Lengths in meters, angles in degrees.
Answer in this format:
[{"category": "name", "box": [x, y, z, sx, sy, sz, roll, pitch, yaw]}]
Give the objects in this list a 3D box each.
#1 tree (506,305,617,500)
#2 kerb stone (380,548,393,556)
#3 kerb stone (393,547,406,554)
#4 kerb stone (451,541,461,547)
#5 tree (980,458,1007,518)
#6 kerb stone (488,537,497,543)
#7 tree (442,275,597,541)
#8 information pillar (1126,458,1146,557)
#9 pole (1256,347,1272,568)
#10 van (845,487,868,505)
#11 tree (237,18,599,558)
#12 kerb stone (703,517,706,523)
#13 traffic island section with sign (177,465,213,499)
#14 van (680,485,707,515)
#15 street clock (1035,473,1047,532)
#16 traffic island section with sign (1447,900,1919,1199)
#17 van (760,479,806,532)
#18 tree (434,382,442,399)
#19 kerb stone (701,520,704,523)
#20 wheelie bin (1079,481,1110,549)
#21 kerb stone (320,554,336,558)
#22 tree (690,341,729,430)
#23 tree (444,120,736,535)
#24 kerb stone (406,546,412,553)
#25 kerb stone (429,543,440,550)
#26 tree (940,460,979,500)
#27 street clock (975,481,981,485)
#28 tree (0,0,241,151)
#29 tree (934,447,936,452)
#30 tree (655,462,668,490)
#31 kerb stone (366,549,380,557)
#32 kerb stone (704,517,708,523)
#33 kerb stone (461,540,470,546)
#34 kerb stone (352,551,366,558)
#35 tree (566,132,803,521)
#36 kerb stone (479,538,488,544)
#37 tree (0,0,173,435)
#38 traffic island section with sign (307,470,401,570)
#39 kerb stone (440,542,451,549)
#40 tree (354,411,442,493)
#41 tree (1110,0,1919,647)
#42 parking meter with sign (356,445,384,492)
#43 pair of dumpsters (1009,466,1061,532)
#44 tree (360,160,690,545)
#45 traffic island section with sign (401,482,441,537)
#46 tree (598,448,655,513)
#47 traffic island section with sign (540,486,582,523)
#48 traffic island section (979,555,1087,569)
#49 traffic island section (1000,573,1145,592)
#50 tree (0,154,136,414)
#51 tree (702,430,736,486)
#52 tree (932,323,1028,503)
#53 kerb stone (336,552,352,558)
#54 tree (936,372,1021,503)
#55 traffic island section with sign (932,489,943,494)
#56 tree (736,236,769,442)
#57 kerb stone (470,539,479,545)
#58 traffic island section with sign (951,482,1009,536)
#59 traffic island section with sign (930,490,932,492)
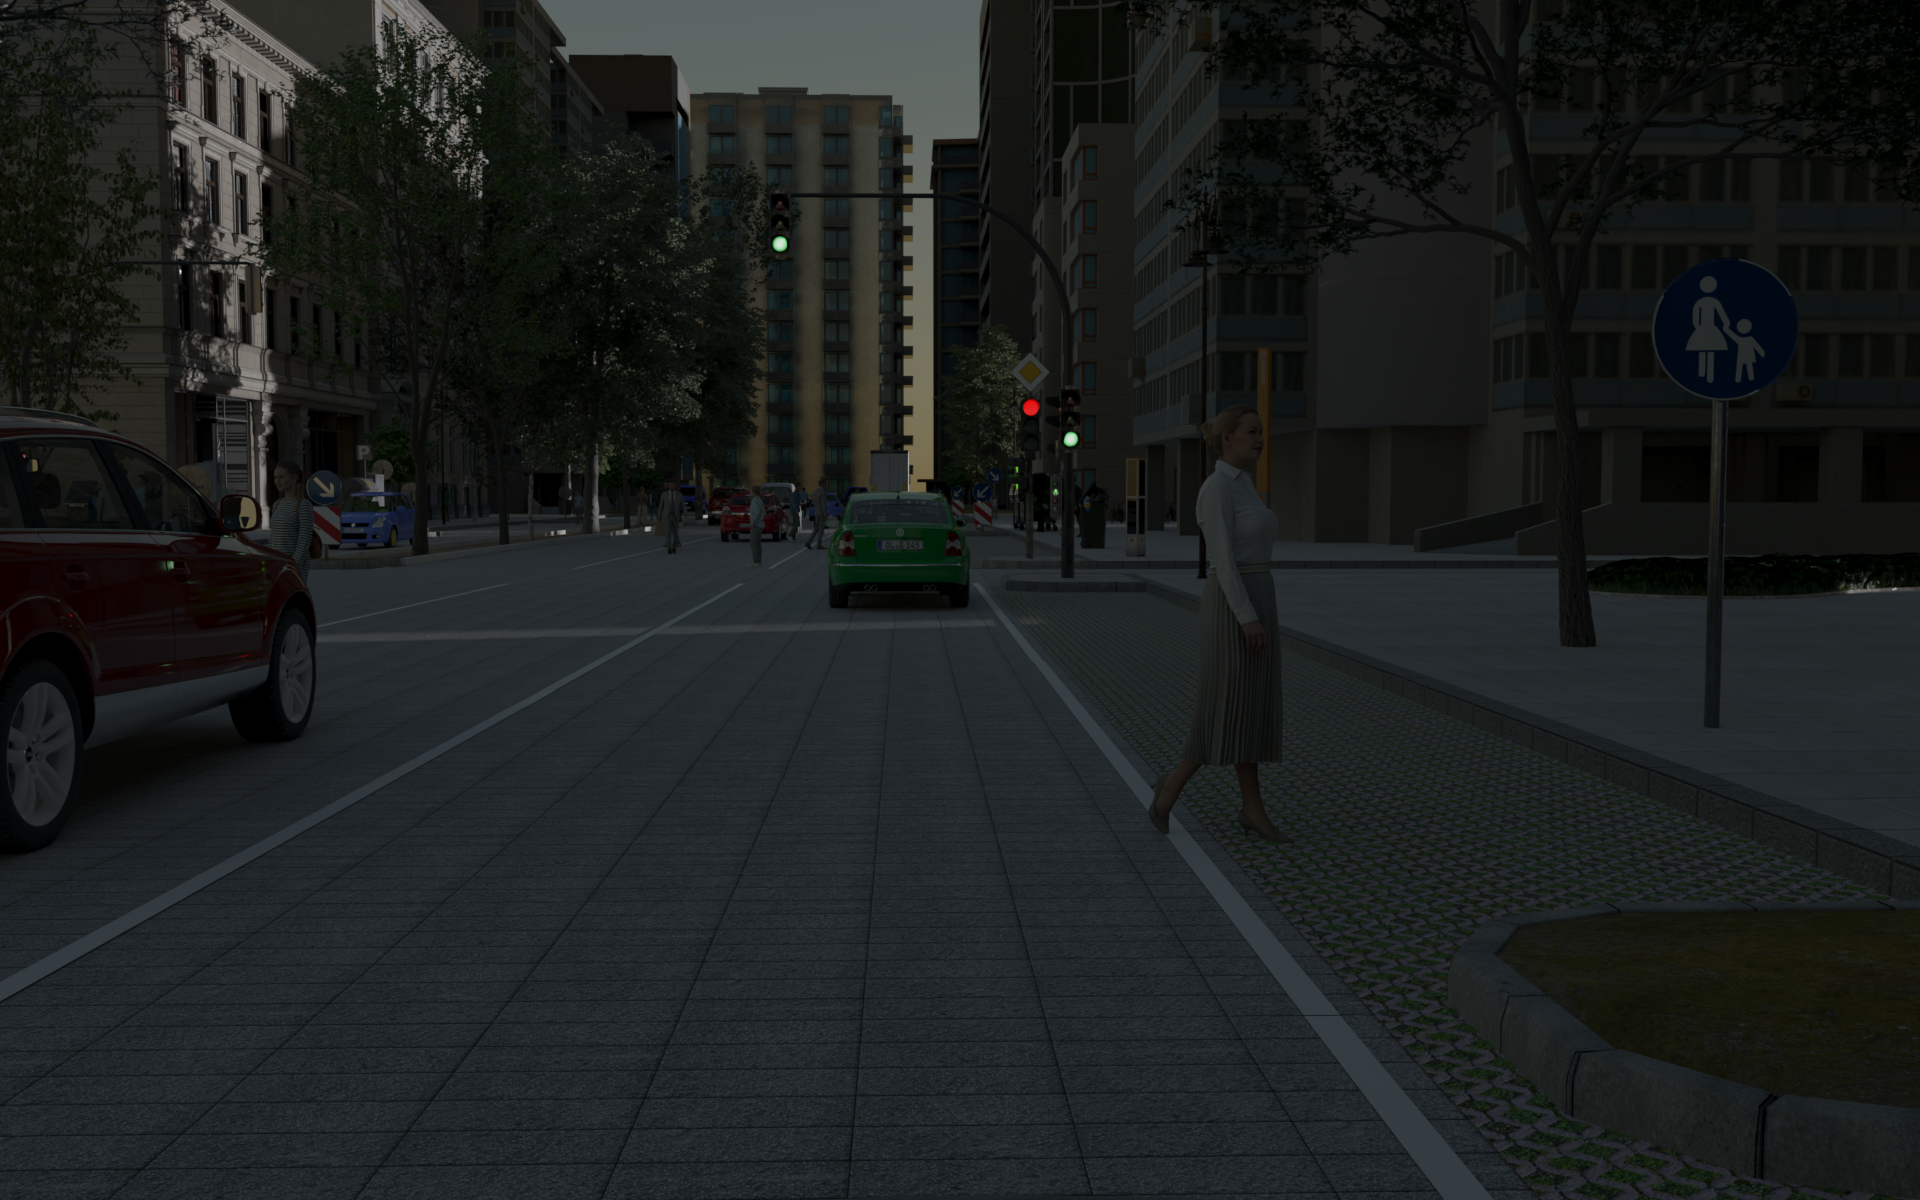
[{"category": "tree", "box": [-23.880, -11.357, 103.820, 7.486, 12.596, 7.792, 0, 3, 0]}, {"category": "kerb stone", "box": [-13.443, -1.103, 40.232, 0.120, 0.150, 1.000, 0, 4, -2]}, {"category": "kerb stone", "box": [-13.470, -1.161, 41.257, 0.120, 0.150, 1.000, 0, 4, -2]}, {"category": "kerb stone", "box": [-13.631, -1.479, 46.375, 0.120, 0.150, 1.000, 0, 4, -2]}, {"category": "tree", "box": [1.502, -5.972, 92.245, 1.663, 3.219, 1.824, 0, 3, 0]}, {"category": "kerb stone", "box": [-13.755, -1.728, 50.481, 0.120, 0.150, 1.000, 0, 4, -2]}, {"category": "tree", "box": [-13.120, -6.119, 52.869, 4.360, 8.622, 3.978, 0, 3, 0]}, {"category": "information pillar", "box": [3.613, -1.901, 35.569, 0.304, 2.012, 0.304, 3, 5, 40]}, {"category": "pole", "box": [4.248, -1.859, 24.240, 0.158, 3.312, 0.155, 0, 3, 0]}, {"category": "van", "box": [-8.806, -8.856, 149.174, 2.240, 2.365, 5.245, 0, 4, -1]}, {"category": "tree", "box": [-11.842, -6.708, 37.893, 9.928, 11.665, 9.643, 0, 3, 0]}, {"category": "kerb stone", "box": [-12.764, -3.863, 85.360, 0.120, 0.150, 1.000, 0, 4, -2]}, {"category": "traffic island section with sign", "box": [-11.940, -1.114, 26.354, 2.006, 1.907, 1.989, 0, 4, -2]}, {"category": "van", "box": [-18.200, -6.868, 116.669, 2.240, 2.365, 5.245, 0, 4, -4]}, {"category": "street clock", "box": [2.724, -3.283, 58.254, 0.358, 2.002, 0.471, 2, 4, 29]}, {"category": "traffic island section with sign", "box": [2.369, 0.259, 4.395, 1.989, 1.847, 2.006, 0, 4, -2]}, {"category": "van", "box": [-6.919, -3.615, 66.120, 2.013, 2.044, 4.112, 0, 4, -3]}, {"category": "tree", "box": [-22.039, -7.889, 79.350, 4.360, 8.622, 3.978, 0, 3, 0]}, {"category": "kerb stone", "box": [-12.730, -3.798, 84.339, 0.120, 0.150, 1.000, 0, 4, -2]}, {"category": "wheelie bin", "box": [3.174, -2.021, 40.945, 0.693, 1.594, 0.980, 1, 4, 9]}, {"category": "kerb stone", "box": [-13.307, -0.853, 36.142, 0.120, 0.150, 1.000, 0, 4, -2]}, {"category": "tree", "box": [-13.488, -8.163, 70.330, 8.767, 10.594, 7.601, 0, 4, -2]}, {"category": "tree", "box": [-12.883, -9.227, 59.973, 9.857, 13.997, 8.962, 0, 3, 0]}, {"category": "kerb stone", "box": [-13.497, -1.221, 42.283, 0.120, 0.150, 1.000, 0, 4, -2]}, {"category": "kerb stone", "box": [-13.563, -1.354, 44.331, 0.120, 0.150, 1.000, 0, 4, -2]}, {"category": "tree", "box": [-0.008, -9.845, 144.674, 4.285, 4.588, 4.351, 0, 3, 0]}, {"category": "street clock", "box": [1.068, -5.738, 98.380, 0.471, 2.002, 0.358, 3, 5, 45]}, {"category": "tree", "box": [-11.161, -6.111, 12.737, 12.009, 13.543, 11.850, 0, 3, 0]}, {"category": "tree", "box": [-0.698, -13.849, 176.797, 4.360, 8.622, 3.978, 0, 3, 0]}, {"category": "tree", "box": [-23.388, -8.894, 129.131, 4.285, 4.588, 4.351, 0, 3, 0]}, {"category": "kerb stone", "box": [-13.406, -1.041, 39.211, 0.120, 0.150, 1.000, 0, 4, -2]}, {"category": "kerb stone", "box": [-12.804, -3.926, 86.392, 0.120, 0.150, 1.000, 0, 4, -2]}, {"category": "kerb stone", "box": [-13.657, -1.541, 47.397, 0.120, 0.150, 1.000, 0, 4, -2]}, {"category": "kerb stone", "box": [-13.371, -0.978, 38.185, 0.120, 0.150, 1.000, 0, 4, -2]}, {"category": "tree", "box": [-14.985, -14.255, 91.423, 12.611, 20.169, 13.585, 0, 3, 0]}, {"category": "kerb stone", "box": [-13.726, -1.667, 49.453, 0.120, 0.150, 1.000, 0, 4, -2]}, {"category": "tree", "box": [-11.914, -4.229, 21.959, 4.737, 8.622, 4.395, 0, 3, 0]}, {"category": "traffic island section with sign", "box": [-12.166, -1.567, 33.757, 2.006, 1.907, 1.989, 0, 4, -2]}, {"category": "kerb stone", "box": [-13.598, -1.416, 45.353, 0.120, 0.150, 1.000, 0, 4, -2]}, {"category": "tree", "box": [-22.239, -5.175, 68.329, 4.285, 4.588, 4.351, 0, 3, 0]}, {"category": "tree", "box": [5.140, -4.907, 14.646, 8.767, 10.594, 7.601, -1, 4, -17]}, {"category": "parking meter with sign", "box": [-20.953, -4.026, 62.089, 0.543, 3.016, 1.738, 0, 4, 7]}, {"category": "pair of dumpsters", "box": [2.654, -3.587, 61.135, 1.574, 2.255, 4.437, 0, 4, -2]}, {"category": "tree", "box": [-12.277, -6.721, 46.764, 8.767, 10.594, 7.601, 0, 4, -2]}, {"category": "traffic island section with sign", "box": [-18.687, -3.056, 58.587, 1.989, 1.847, 2.006, 0, 4, -2]}, {"category": "tree", "box": [-22.940, -8.111, 116.331, 4.285, 4.588, 4.351, 0, 3, 0]}, {"category": "traffic island section with sign", "box": [-19.539, -4.703, 85.529, 1.989, 1.847, 2.006, 0, 4, -2]}, {"category": "traffic island section", "box": [1.409, -0.749, 34.526, 2.009, 0.180, 2.903, 0, 4, -2]}, {"category": "traffic island section", "box": [1.663, -0.261, 26.545, 2.009, 0.180, 2.903, 0, 4, -2]}, {"category": "tree", "box": [-20.739, -5.399, 38.637, 4.360, 8.622, 3.978, 0, 3, 0]}, {"category": "tree", "box": [-25.118, -14.096, 180.825, 4.360, 8.622, 3.978, 0, 3, 0]}, {"category": "tree", "box": [2.049, -12.034, 114.880, 7.486, 12.596, 7.792, 0, 3, 0]}, {"category": "kerb stone", "box": [-13.333, -0.911, 37.164, 0.120, 0.150, 1.000, 0, 4, -2]}, {"category": "tree", "box": [1.677, -9.370, 103.563, 4.360, 8.622, 3.978, 0, 3, 0]}, {"category": "traffic island section with sign", "box": [-0.240, -4.779, 86.772, 1.989, 1.847, 2.006, 0, 4, -2]}, {"category": "tree", "box": [-13.086, -10.394, 79.056, 9.857, 13.997, 8.962, 0, 3, 0]}, {"category": "kerb stone", "box": [-13.697, -1.602, 48.423, 0.120, 0.150, 1.000, 0, 4, -2]}, {"category": "traffic island section with sign", "box": [0.633, -3.088, 59.112, 1.989, 1.847, 2.006, 0, 4, -2]}, {"category": "traffic island section with sign", "box": [-1.823, -7.804, 136.229, 1.989, 1.847, 2.006, 0, 4, -2]}]
